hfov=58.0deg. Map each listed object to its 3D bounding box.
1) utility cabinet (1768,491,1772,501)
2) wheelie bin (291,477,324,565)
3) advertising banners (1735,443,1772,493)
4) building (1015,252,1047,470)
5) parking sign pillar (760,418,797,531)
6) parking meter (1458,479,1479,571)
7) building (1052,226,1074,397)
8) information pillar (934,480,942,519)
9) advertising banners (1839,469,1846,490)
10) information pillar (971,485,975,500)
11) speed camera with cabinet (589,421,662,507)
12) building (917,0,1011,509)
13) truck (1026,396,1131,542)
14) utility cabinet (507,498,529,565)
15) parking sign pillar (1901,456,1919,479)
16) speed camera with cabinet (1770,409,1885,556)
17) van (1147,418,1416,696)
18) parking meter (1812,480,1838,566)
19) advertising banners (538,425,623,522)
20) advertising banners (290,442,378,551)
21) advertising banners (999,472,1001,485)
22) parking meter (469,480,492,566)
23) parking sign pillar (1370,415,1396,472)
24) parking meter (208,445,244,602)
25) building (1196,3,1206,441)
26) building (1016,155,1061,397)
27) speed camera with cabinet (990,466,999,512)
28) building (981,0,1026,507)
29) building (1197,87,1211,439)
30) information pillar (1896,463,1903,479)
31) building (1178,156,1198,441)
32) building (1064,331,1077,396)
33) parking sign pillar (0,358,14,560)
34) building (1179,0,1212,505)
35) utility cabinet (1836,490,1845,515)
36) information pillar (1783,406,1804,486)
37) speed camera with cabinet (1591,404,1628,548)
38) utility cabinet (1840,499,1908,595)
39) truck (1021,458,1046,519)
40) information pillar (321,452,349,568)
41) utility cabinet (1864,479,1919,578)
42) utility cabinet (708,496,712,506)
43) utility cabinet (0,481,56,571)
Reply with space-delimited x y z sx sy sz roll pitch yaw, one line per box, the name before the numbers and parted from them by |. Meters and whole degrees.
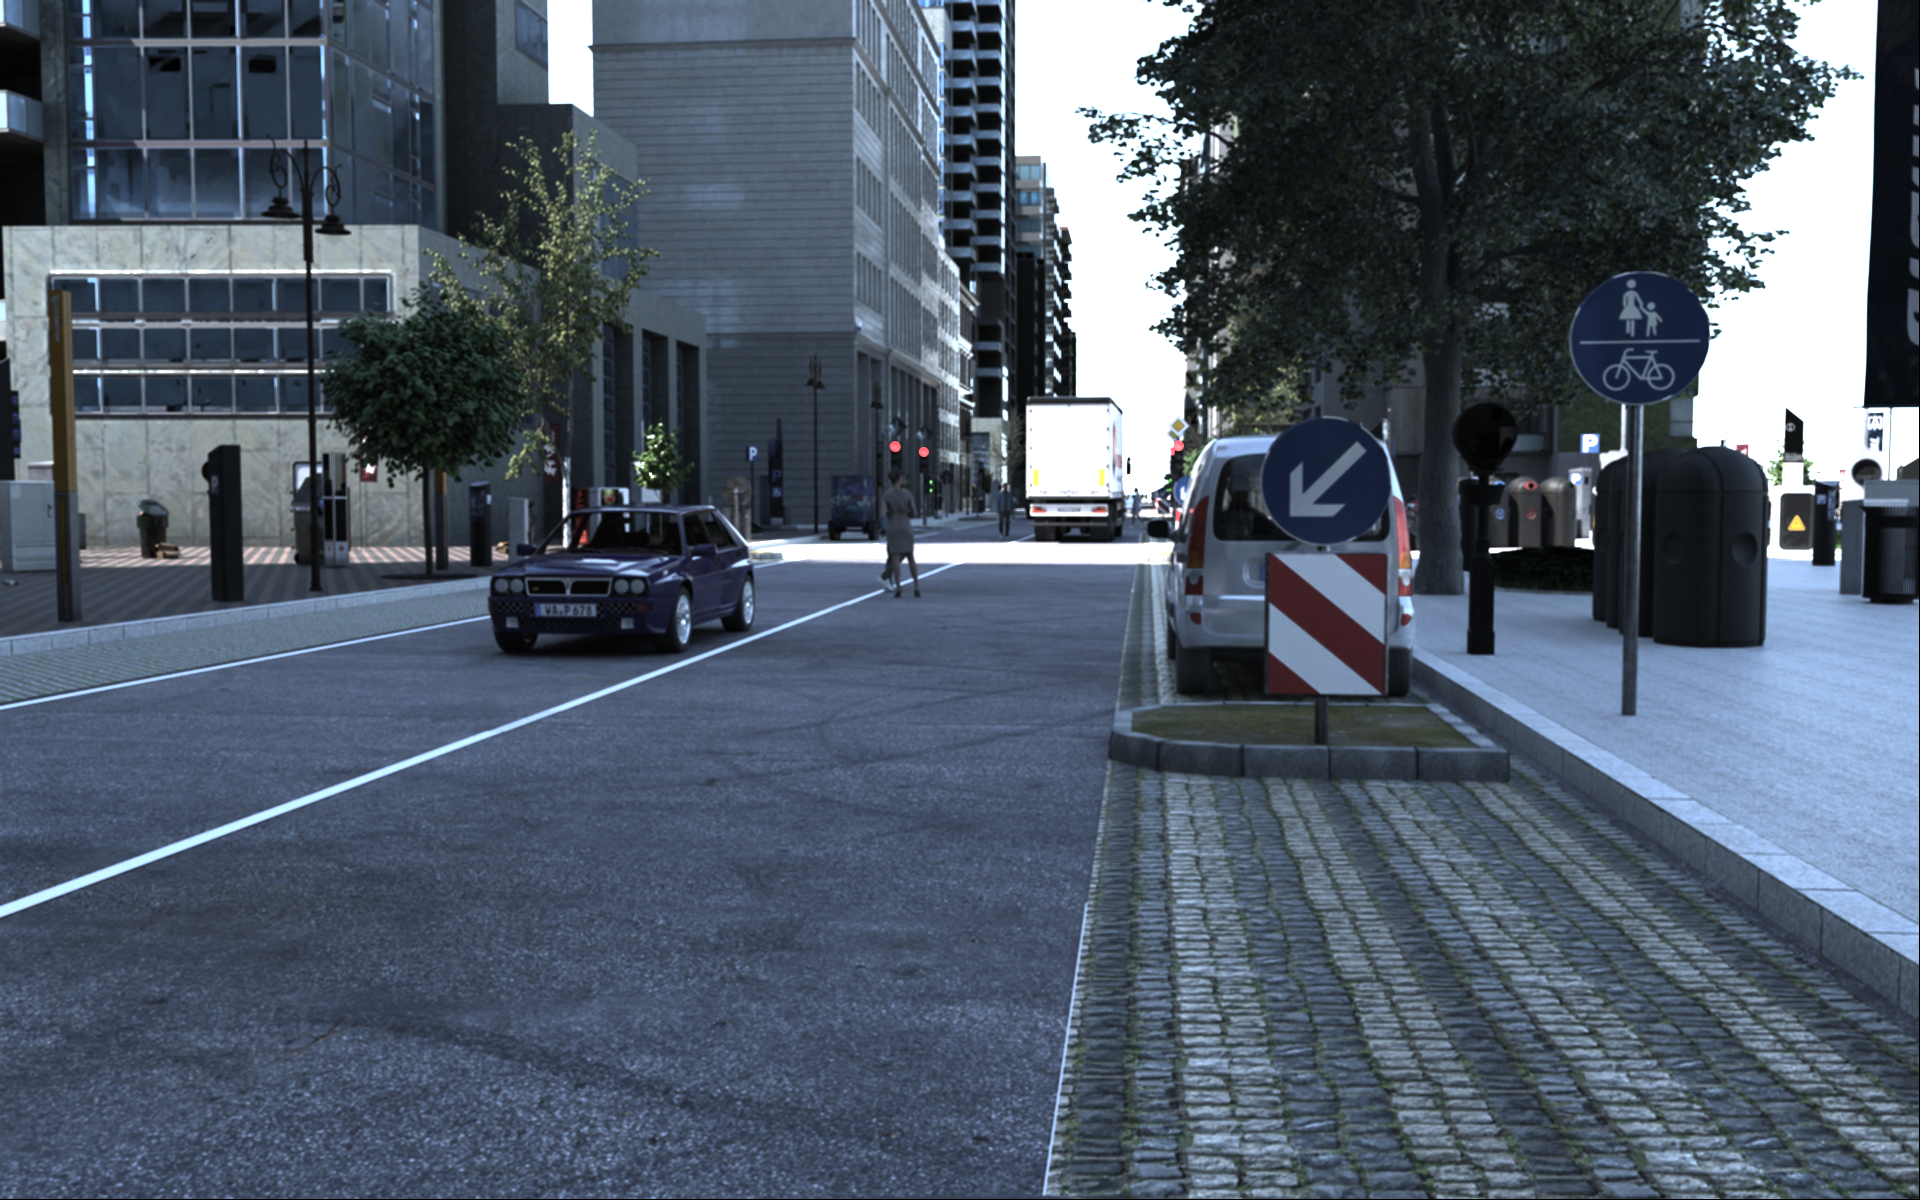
utility cabinet | 56.718 -6.913 121.712 0.318 1.500 1.173 0 4 -6
wheelie bin | -11.696 -1.443 31.505 0.980 1.594 0.693 2 4 32
advertising banners | 27.454 -3.858 59.270 0.090 3.025 2.074 -2 4 -34
building | 2.854 -26.507 205.091 14.160 30.474 14.107 0 4 6
parking sign pillar | -6.465 -4.430 60.902 1.447 3.967 1.447 -1 4 -8
parking meter | 8.501 -1.254 28.922 0.372 1.533 0.369 0 3 0
building | 6.585 -37.955 275.184 22.147 44.769 28.867 0 4 6
information pillar | -1.125 -5.193 89.392 0.304 2.012 0.304 -3 5 -41
advertising banners | 60.674 -7.606 120.549 0.090 3.025 2.074 -2 4 -27
information pillar | 1.051 -8.540 144.126 0.304 2.012 0.304 0 4 -3
speed camera with cabinet | -8.940 -3.172 46.193 2.038 3.252 0.660 -3 5 -45
building | -5.946 -51.849 160.397 22.319 86.520 31.000 0 4 6
truck | 3.875 -4.059 55.277 2.839 4.237 11.283 0 4 8
utility cabinet | -7.584 -1.139 29.784 0.306 1.237 1.020 -1 4 -11
parking sign pillar | 62.739 -7.683 114.085 1.447 3.967 1.447 1 4 15
speed camera with cabinet | 17.908 -2.533 35.755 2.038 3.252 0.660 1 4 22
van | 2.489 -0.406 13.654 2.013 2.044 4.112 0 4 5
parking meter | 15.528 -1.387 31.094 0.372 1.533 0.369 0 3 0
advertising banners | -9.478 -2.880 43.269 2.074 3.025 0.090 0 4 0
advertising banners | -13.913 -2.599 38.683 2.074 3.025 0.090 0 4 1
advertising banners | 2.987 -8.679 138.082 0.090 3.025 2.074 -1 4 -13
parking meter | -8.531 -1.371 30.819 0.372 1.533 0.369 0 3 0
parking sign pillar | 14.422 -4.369 59.904 1.447 3.967 1.447 -3 4 -38
parking meter | -8.819 -0.923 20.804 0.399 1.863 0.255 3 5 44
building | 41.050 -48.924 238.164 20.563 71.187 20.611 0 4 6
building | 2.749 -38.292 245.689 23.786 49.044 30.456 0 4 6
speed camera with cabinet | 2.445 -7.922 123.867 0.660 3.252 2.038 0 4 2
building | -2.319 -45.757 186.382 20.563 71.187 20.611 0 4 6
building | 34.908 -33.692 170.475 23.786 49.044 30.456 0 4 6
information pillar | 70.988 -8.537 130.931 0.504 3.616 0.183 0 4 -2
building | 47.588 -41.174 262.431 28.713 52.752 27.495 0 4 6
building | 12.750 -32.104 296.593 14.160 30.474 14.107 0 4 6
parking sign pillar | -19.302 -2.778 33.898 1.447 3.967 1.447 3 5 40
building | 36.907 -54.269 199.964 22.319 86.520 31.000 0 4 6
utility cabinet | 48.495 -5.288 95.136 0.318 1.500 1.173 0 4 7
information pillar | 22.182 -3.352 46.161 0.504 3.616 0.183 1 4 18
speed camera with cabinet | 14.202 -2.660 37.819 0.660 3.252 2.038 1 4 16
utility cabinet | 11.801 -0.686 22.384 1.020 1.237 0.306 -2 4 -32
truck | 5.329 -6.948 102.508 2.839 4.237 11.283 0 4 6
information pillar | -10.870 -1.569 30.147 0.304 2.012 0.304 2 4 34
utility cabinet | 14.375 -1.077 26.292 1.173 1.500 0.318 2 4 24
utility cabinet | -16.616 -6.206 112.623 1.020 1.237 0.306 -1 4 -15
utility cabinet | -15.319 -1.233 28.836 0.318 1.500 1.173 2 4 29
